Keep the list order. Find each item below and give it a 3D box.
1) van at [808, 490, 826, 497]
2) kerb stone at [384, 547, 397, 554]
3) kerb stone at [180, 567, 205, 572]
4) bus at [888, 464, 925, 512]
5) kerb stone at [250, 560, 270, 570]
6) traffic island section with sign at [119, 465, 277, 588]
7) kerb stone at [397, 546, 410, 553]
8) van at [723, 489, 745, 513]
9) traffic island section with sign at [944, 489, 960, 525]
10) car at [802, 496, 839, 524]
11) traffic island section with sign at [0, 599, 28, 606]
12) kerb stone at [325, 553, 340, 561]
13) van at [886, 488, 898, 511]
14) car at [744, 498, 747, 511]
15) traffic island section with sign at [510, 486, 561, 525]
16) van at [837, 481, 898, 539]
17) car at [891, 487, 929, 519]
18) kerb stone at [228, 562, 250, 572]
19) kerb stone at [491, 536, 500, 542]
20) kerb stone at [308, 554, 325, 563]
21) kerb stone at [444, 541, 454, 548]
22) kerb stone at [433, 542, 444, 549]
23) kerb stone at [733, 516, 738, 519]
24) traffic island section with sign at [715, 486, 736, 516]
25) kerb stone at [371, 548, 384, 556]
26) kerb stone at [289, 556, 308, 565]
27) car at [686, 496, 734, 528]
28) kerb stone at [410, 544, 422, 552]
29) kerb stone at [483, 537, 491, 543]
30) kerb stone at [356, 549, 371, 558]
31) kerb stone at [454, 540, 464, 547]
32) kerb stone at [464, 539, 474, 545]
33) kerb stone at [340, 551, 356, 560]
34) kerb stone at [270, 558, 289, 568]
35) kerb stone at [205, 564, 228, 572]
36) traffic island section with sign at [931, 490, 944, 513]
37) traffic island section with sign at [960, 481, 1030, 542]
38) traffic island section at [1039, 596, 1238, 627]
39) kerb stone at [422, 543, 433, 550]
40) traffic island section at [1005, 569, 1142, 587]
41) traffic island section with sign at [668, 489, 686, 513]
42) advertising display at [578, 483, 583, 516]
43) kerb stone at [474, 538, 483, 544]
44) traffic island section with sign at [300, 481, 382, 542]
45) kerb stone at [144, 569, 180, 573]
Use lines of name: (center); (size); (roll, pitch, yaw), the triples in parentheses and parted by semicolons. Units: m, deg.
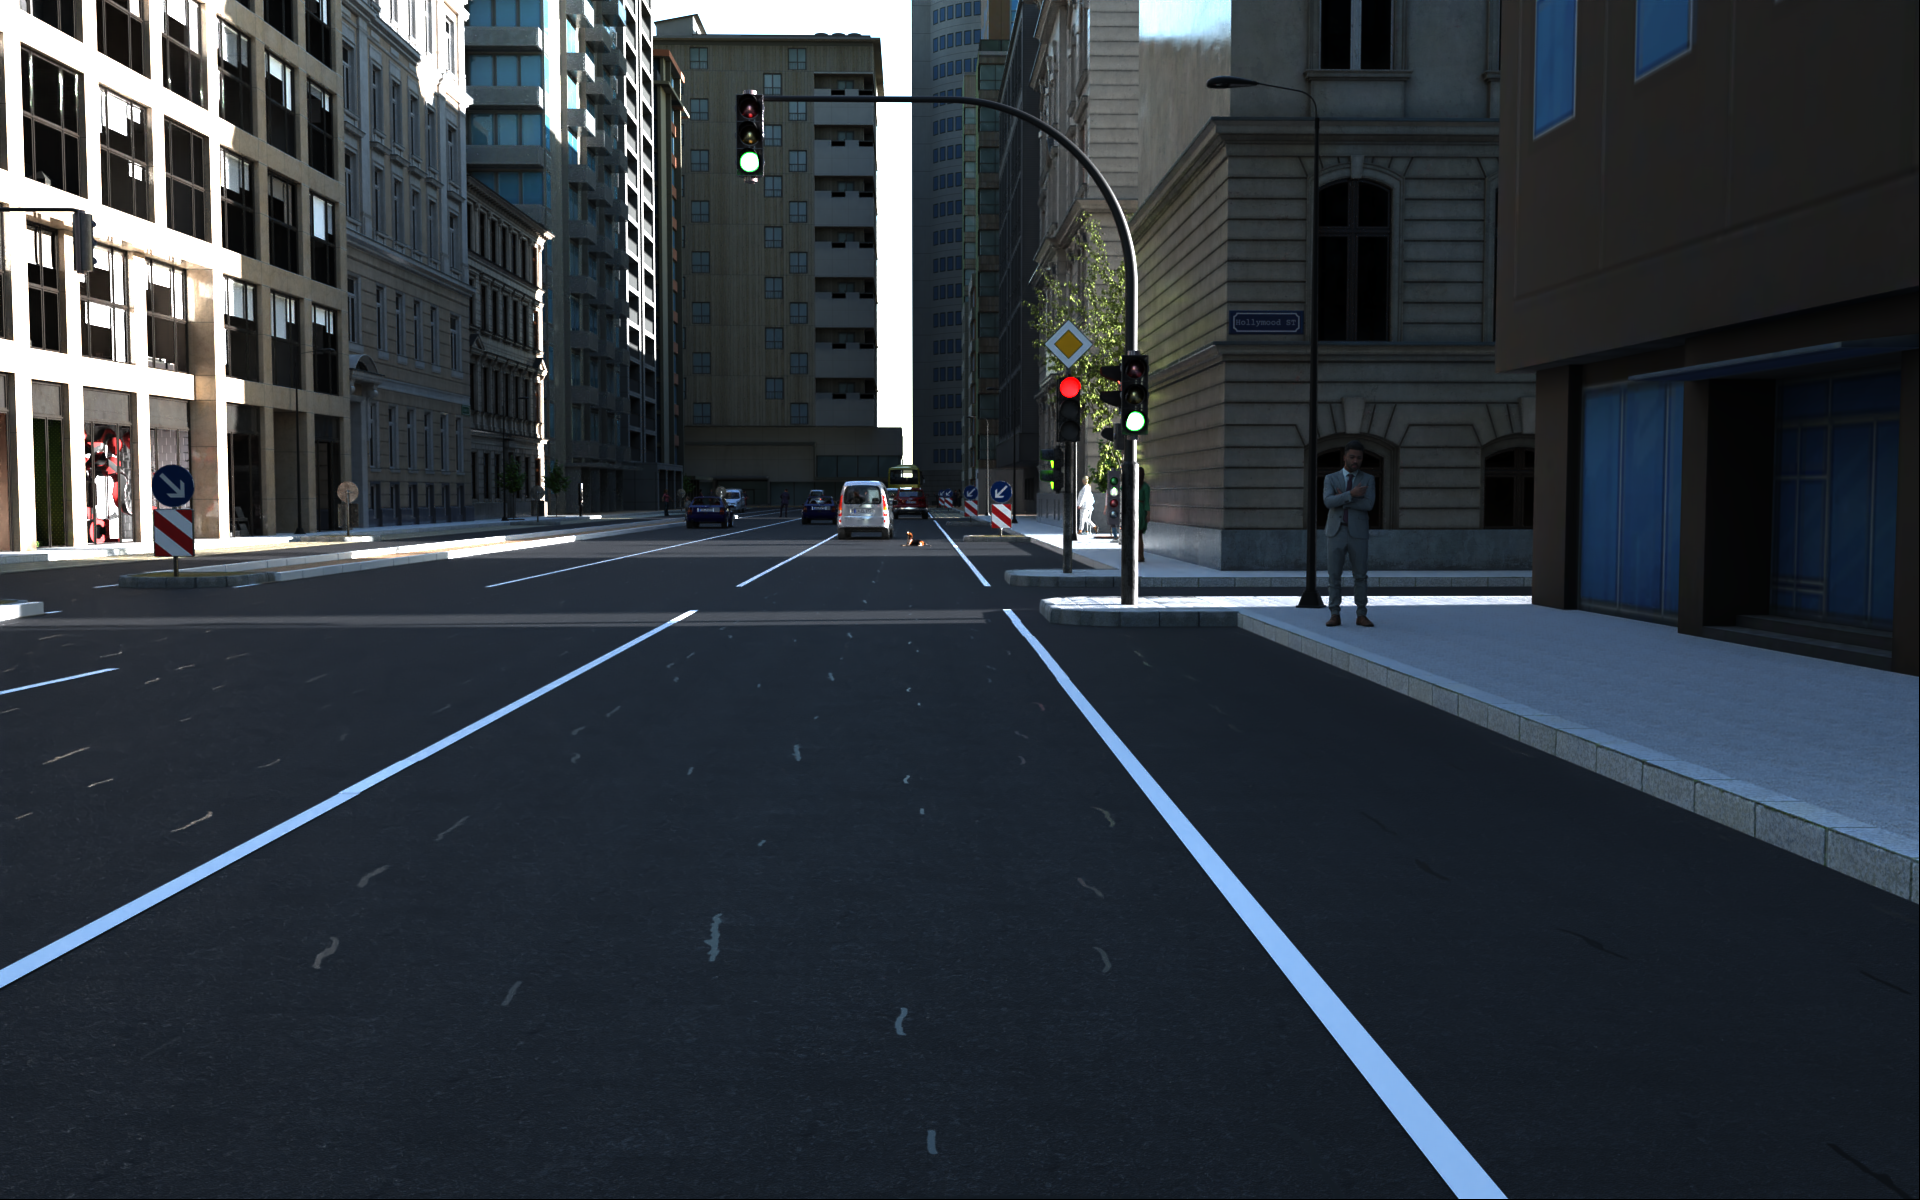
van: (-13.695, -9.791, 167.092); (2.013, 2.044, 4.112); (0, 4, 0)
kerb stone: (-13.620, -1.156, 41.088); (0.120, 0.150, 1.000); (0, 4, -2)
kerb stone: (-13.305, -0.459, 29.811); (0.120, 0.150, 1.000); (0, 4, -2)
bus: (-4.447, -9.268, 143.084); (2.896, 3.916, 12.252); (0, 4, 0)
kerb stone: (-13.403, -0.654, 32.882); (0.120, 0.150, 1.000); (0, 4, -2)
traffic island section with sign: (-12.184, -1.180, 27.430); (2.006, 1.907, 1.989); (0, 4, -2)
kerb stone: (-13.647, -1.218, 42.110); (0.120, 0.150, 1.000); (0, 4, -2)
van: (-17.478, -7.698, 132.866); (2.013, 2.044, 4.112); (0, 4, -1)
traffic island section with sign: (0.371, -4.363, 79.961); (1.989, 1.847, 2.006); (0, 4, -2)
car: (-6.645, -4.319, 83.192); (1.945, 1.354, 3.894); (0, 4, -1)
traffic island section with sign: (-11.992, -0.727, 20.025); (2.006, 1.907, 1.989); (0, 4, -2)
kerb stone: (-13.511, -0.900, 36.976); (0.120, 0.150, 1.000); (0, 4, -2)
van: (-4.954, -7.294, 126.266); (2.013, 2.044, 4.112); (0, 4, -2)
car: (-18.962, -8.346, 145.491); (2.155, 1.783, 4.494); (0, 4, -3)
traffic island section with sign: (-19.452, -4.337, 79.545); (1.989, 1.847, 2.006); (0, 4, -2)
van: (-3.035, -2.999, 56.053); (2.013, 2.044, 4.112); (0, 4, 0)
car: (-2.908, -5.656, 101.155); (2.281, 1.827, 5.304); (0, 4, -2)
kerb stone: (-13.368, -0.587, 31.861); (0.120, 0.150, 1.000); (0, 4, -2)
kerb stone: (-13.894, -1.782, 51.332); (0.120, 0.150, 1.000); (0, 4, -2)
kerb stone: (-13.474, -0.841, 35.952); (0.120, 0.150, 1.000); (0, 4, -2)
kerb stone: (-13.760, -1.469, 46.213); (0.120, 0.150, 1.000); (0, 4, -2)
kerb stone: (-13.726, -1.403, 45.185); (0.120, 0.150, 1.000); (0, 4, -2)
kerb stone: (-13.166, -4.858, 101.673); (0.120, 0.150, 1.000); (0, 4, -2)
traffic island section with sign: (-14.231, -5.774, 102.541); (2.006, 1.907, 1.989); (0, 4, -2)
kerb stone: (-13.590, -1.092, 40.055); (0.120, 0.150, 1.000); (0, 4, -2)
kerb stone: (-13.446, -0.775, 34.927); (0.120, 0.150, 1.000); (0, 4, -2)
car: (-10.632, -3.740, 73.735); (1.945, 1.354, 3.894); (0, 4, -3)
kerb stone: (-13.670, -1.278, 43.138); (0.120, 0.150, 1.000); (0, 4, -2)
kerb stone: (-13.869, -1.715, 50.310); (0.120, 0.150, 1.000); (0, 4, -2)
kerb stone: (-13.558, -1.029, 39.026); (0.120, 0.150, 1.000); (0, 4, -2)
kerb stone: (-13.777, -1.532, 47.242); (0.120, 0.150, 1.000); (0, 4, -2)
kerb stone: (-13.810, -1.594, 48.263); (0.120, 0.150, 1.000); (0, 4, -2)
kerb stone: (-13.530, -0.964, 37.999); (0.120, 0.150, 1.000); (0, 4, -2)
kerb stone: (-13.425, -0.716, 33.904); (0.120, 0.150, 1.000); (0, 4, -2)
kerb stone: (-13.342, -0.525, 30.832); (0.120, 0.150, 1.000); (0, 4, -2)
traffic island section with sign: (-0.989, -7.416, 129.884); (1.989, 1.847, 2.006); (0, 4, -2)
traffic island section with sign: (1.107, -2.698, 52.736); (1.989, 1.847, 2.006); (0, 4, -2)
traffic island section: (1.986, 0.129, 20.164); (2.009, 0.180, 2.903); (0, 4, -2)
kerb stone: (-13.695, -1.343, 44.159); (0.120, 0.150, 1.000); (0, 4, -2)
traffic island section: (1.769, -0.359, 28.146); (2.009, 0.180, 2.903); (0, 4, -2)
traffic island section with sign: (-20.807, -7.383, 129.337); (1.989, 1.847, 2.006); (0, 4, -2)
advertising display: (-21.794, -5.768, 99.518); (0.123, 1.923, 0.974); (0, 4, -4)
kerb stone: (-13.839, -1.657, 49.288); (0.120, 0.150, 1.000); (0, 4, -2)
traffic island section with sign: (-18.712, -2.688, 52.573); (1.989, 1.847, 2.006); (0, 4, -2)
kerb stone: (-13.289, -0.403, 28.788); (0.120, 0.150, 1.000); (0, 4, -2)
